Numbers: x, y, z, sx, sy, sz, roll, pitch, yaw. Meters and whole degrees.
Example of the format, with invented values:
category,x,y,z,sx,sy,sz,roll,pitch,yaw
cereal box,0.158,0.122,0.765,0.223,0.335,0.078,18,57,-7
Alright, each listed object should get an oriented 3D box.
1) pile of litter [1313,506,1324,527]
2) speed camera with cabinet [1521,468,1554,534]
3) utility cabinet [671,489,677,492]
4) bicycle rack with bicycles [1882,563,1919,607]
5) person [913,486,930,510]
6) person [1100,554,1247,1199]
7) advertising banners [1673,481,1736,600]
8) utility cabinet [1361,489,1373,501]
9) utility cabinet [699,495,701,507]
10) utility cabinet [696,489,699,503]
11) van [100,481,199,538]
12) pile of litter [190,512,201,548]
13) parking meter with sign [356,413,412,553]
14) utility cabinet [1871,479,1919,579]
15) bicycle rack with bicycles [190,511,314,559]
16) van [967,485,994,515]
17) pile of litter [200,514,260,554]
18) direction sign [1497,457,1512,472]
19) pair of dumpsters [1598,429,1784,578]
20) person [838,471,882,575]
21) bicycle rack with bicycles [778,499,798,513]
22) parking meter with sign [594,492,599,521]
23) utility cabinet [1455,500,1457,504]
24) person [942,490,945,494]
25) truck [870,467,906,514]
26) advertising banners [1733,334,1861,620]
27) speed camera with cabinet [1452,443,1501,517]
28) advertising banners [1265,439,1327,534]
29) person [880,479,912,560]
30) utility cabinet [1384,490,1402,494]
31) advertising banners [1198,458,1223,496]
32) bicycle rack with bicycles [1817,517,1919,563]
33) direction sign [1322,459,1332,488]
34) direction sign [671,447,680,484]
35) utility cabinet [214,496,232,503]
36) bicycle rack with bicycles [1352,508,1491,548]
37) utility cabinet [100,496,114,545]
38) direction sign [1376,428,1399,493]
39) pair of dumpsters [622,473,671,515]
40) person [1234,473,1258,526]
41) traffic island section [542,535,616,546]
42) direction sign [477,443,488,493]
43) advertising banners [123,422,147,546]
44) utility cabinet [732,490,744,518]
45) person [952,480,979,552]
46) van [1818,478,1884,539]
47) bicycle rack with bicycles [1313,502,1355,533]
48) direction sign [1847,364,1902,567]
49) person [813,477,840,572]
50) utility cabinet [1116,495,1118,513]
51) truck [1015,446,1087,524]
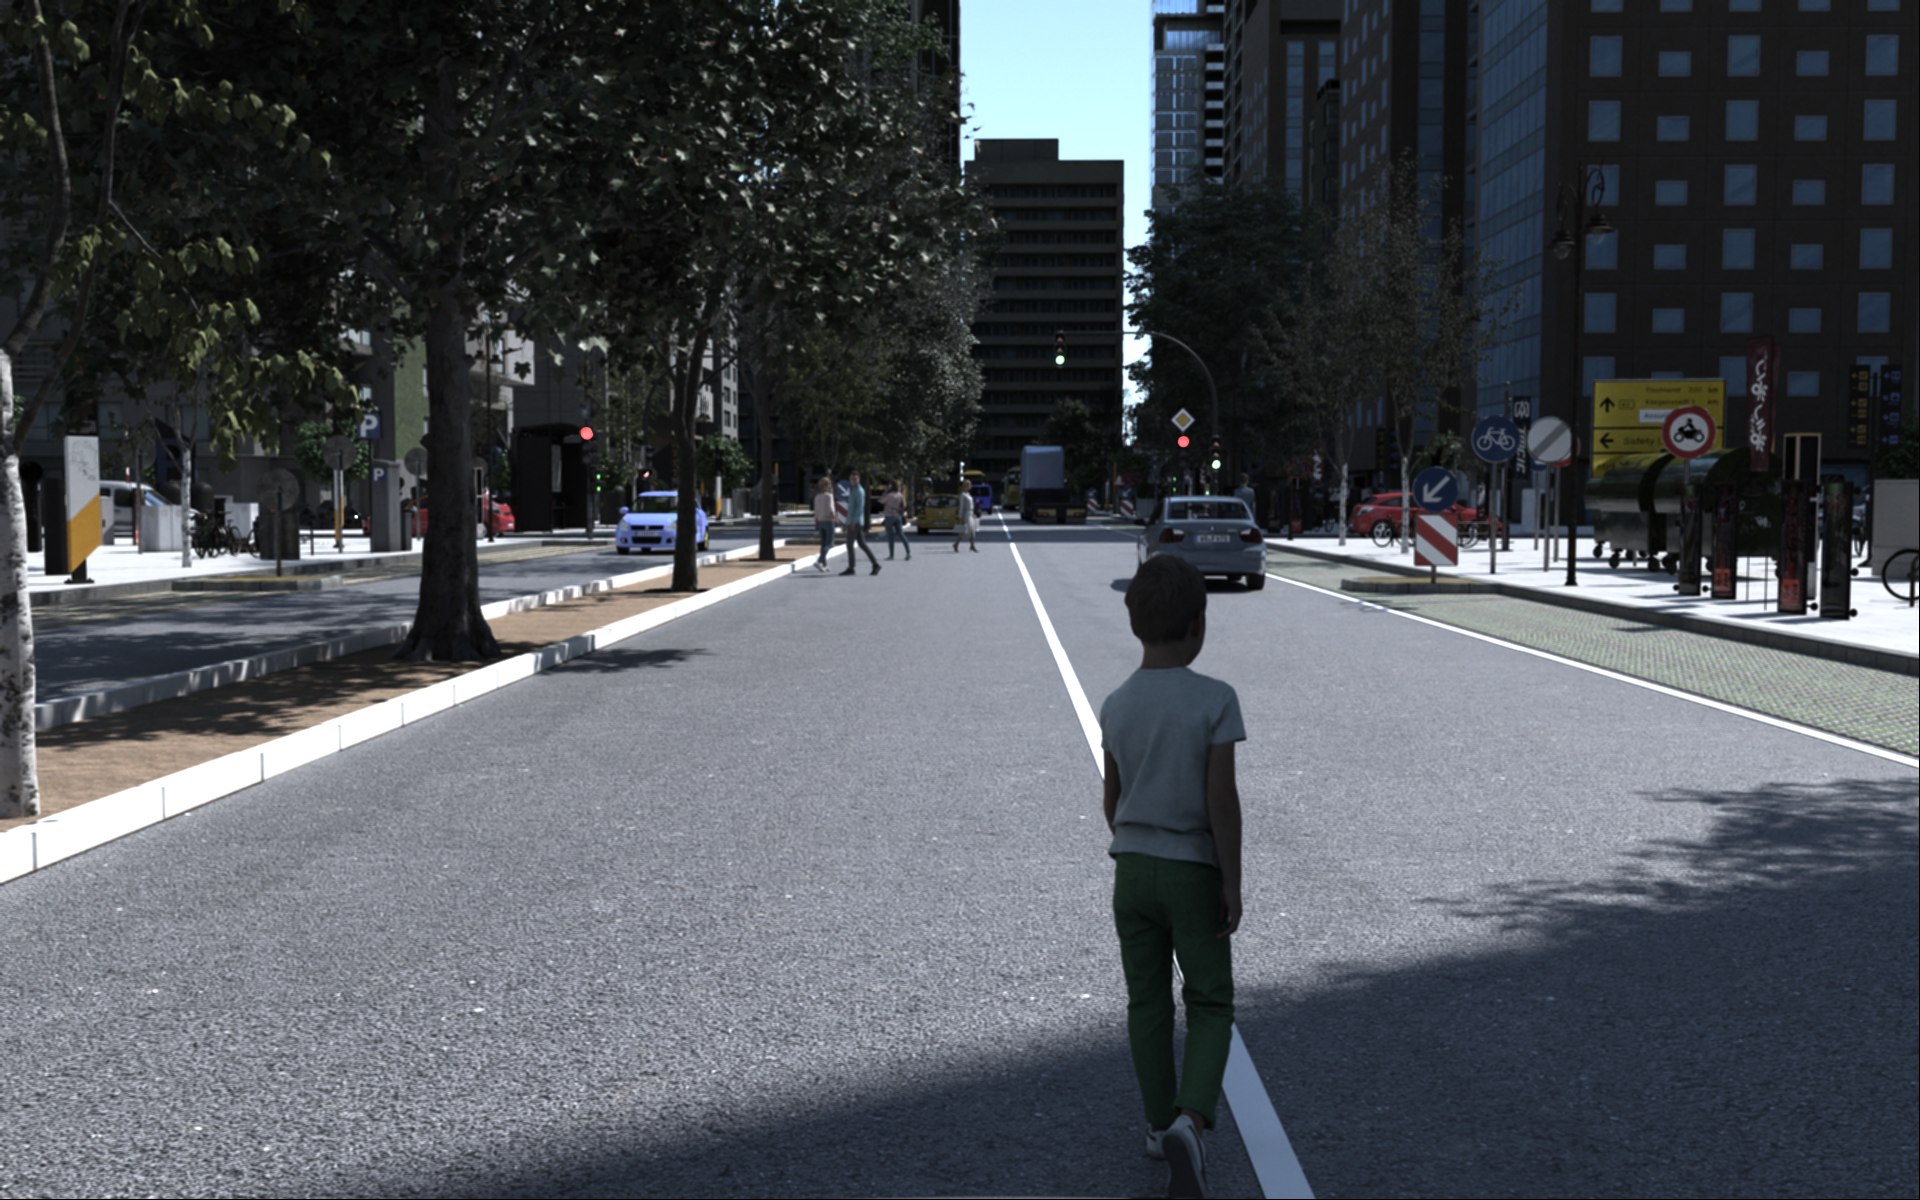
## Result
category,x,y,z,sx,sy,sz,roll,pitch,yaw
pile of litter,13.428,-3.258,67.226,1.719,0.858,1.176,-2,4,-30
speed camera with cabinet,18.917,-3.810,56.630,0.660,3.252,2.038,2,4,31
utility cabinet,-13.048,-4.402,80.657,0.318,1.500,1.173,2,4,25
bicycle rack with bicycles,12.059,-0.393,19.801,2.852,0.926,2.925,-3,5,-40
person,-1.562,-3.800,70.987,0.716,1.782,0.532,0,4,1
person,0.437,0.560,3.595,0.306,1.304,0.590,1,4,8
advertising banners,9.357,-1.528,21.172,0.090,3.025,2.074,0,4,-8
utility cabinet,18.501,-4.282,78.692,0.318,1.500,1.173,2,4,23
utility cabinet,-16.235,-5.782,105.689,1.020,1.237,0.306,-3,4,-38
utility cabinet,-12.818,-4.493,82.145,0.318,1.500,1.173,-3,5,-42
van,-25.415,-2.825,53.201,4.112,2.044,2.013,0,4,2
pile of litter,-17.956,-1.679,41.409,1.719,0.858,1.176,2,4,25
parking meter with sign,-12.674,-2.570,38.280,0.543,3.016,1.738,0,4,5
utility cabinet,14.299,-1.065,26.099,0.318,1.500,1.173,-1,4,-9
bicycle rack with bicycles,-14.632,-1.335,35.204,2.852,0.926,2.925,0,4,7
van,1.270,-7.129,120.949,2.240,2.365,5.245,0,3,0
pile of litter,-15.510,-1.473,38.043,1.176,0.858,1.719,3,5,44
direction sign,19.553,-4.294,62.199,0.876,3.537,0.379,-1,4,-17
pair of dumpsters,11.838,-1.557,27.946,1.574,2.255,4.437,0,4,1
person,-1.767,-1.354,30.495,0.748,1.841,0.638,0,4,2
bicycle rack with bicycles,-13.439,-7.073,129.025,2.925,0.926,2.852,-2,4,-29
parking meter with sign,-17.564,-5.256,82.195,0.543,3.016,1.738,3,5,44
utility cabinet,26.016,-4.918,91.574,0.306,1.237,1.020,2,4,26
person,-1.396,-8.813,152.674,0.705,1.814,1.350,1,4,18
truck,-5.478,-7.918,125.387,3.469,3.379,9.791,0,4,0
advertising banners,8.939,-1.364,18.489,0.090,3.025,2.074,0,4,-6
speed camera with cabinet,19.745,-4.419,66.592,0.660,3.252,2.038,-3,5,-42
advertising banners,10.828,-3.651,55.879,2.074,3.025,0.090,2,4,33
person,-1.363,-1.748,37.676,0.593,1.750,0.643,-3,5,-40
utility cabinet,22.765,-5.001,90.447,1.173,1.500,0.318,2,4,31
advertising banners,11.943,-5.161,80.574,2.074,3.025,0.090,-1,4,-22
bicycle rack with bicycles,18.186,-1.363,35.660,2.852,0.926,2.925,2,4,35
direction sign,23.923,-7.420,113.310,0.876,3.537,0.379,-1,4,-21
direction sign,-13.563,-5.602,83.590,0.876,3.537,0.379,-3,5,-41
utility cabinet,-29.864,-3.585,69.772,1.020,1.237,0.306,-1,4,-17
bicycle rack with bicycles,11.379,-1.735,41.746,2.925,0.926,2.852,0,4,-4
utility cabinet,-21.637,-1.962,43.248,0.306,1.237,1.020,1,4,21
direction sign,14.652,-4.126,59.449,0.379,3.537,0.876,-3,5,-44
pair of dumpsters,-14.089,-4.604,77.763,1.574,2.255,4.437,0,4,1
person,5.368,-1.478,32.694,0.581,1.822,0.654,-1,4,-9
traffic island section,-10.457,-1.630,48.931,2.009,0.180,2.903,0,4,1
direction sign,-21.276,-5.227,77.452,0.876,3.537,0.379,2,4,33
advertising banners,-20.618,-2.881,43.292,0.090,3.025,2.074,-1,4,-13
utility cabinet,-11.583,-5.001,90.448,0.318,1.500,1.173,0,4,8
person,0.142,-2.076,42.788,0.624,1.780,0.694,2,4,33
van,28.243,-2.816,53.048,4.112,2.044,2.013,0,4,1
bicycle rack with bicycles,13.273,-2.712,57.720,2.852,0.926,2.925,0,4,-6
direction sign,16.004,-2.347,30.375,0.876,3.537,0.379,0,4,6
person,-2.495,-1.393,31.942,0.731,1.740,0.598,2,4,33
utility cabinet,11.057,-6.614,119.308,1.020,1.237,0.306,1,4,13
truck,4.707,-6.198,91.094,2.967,4.110,18.799,0,4,0
